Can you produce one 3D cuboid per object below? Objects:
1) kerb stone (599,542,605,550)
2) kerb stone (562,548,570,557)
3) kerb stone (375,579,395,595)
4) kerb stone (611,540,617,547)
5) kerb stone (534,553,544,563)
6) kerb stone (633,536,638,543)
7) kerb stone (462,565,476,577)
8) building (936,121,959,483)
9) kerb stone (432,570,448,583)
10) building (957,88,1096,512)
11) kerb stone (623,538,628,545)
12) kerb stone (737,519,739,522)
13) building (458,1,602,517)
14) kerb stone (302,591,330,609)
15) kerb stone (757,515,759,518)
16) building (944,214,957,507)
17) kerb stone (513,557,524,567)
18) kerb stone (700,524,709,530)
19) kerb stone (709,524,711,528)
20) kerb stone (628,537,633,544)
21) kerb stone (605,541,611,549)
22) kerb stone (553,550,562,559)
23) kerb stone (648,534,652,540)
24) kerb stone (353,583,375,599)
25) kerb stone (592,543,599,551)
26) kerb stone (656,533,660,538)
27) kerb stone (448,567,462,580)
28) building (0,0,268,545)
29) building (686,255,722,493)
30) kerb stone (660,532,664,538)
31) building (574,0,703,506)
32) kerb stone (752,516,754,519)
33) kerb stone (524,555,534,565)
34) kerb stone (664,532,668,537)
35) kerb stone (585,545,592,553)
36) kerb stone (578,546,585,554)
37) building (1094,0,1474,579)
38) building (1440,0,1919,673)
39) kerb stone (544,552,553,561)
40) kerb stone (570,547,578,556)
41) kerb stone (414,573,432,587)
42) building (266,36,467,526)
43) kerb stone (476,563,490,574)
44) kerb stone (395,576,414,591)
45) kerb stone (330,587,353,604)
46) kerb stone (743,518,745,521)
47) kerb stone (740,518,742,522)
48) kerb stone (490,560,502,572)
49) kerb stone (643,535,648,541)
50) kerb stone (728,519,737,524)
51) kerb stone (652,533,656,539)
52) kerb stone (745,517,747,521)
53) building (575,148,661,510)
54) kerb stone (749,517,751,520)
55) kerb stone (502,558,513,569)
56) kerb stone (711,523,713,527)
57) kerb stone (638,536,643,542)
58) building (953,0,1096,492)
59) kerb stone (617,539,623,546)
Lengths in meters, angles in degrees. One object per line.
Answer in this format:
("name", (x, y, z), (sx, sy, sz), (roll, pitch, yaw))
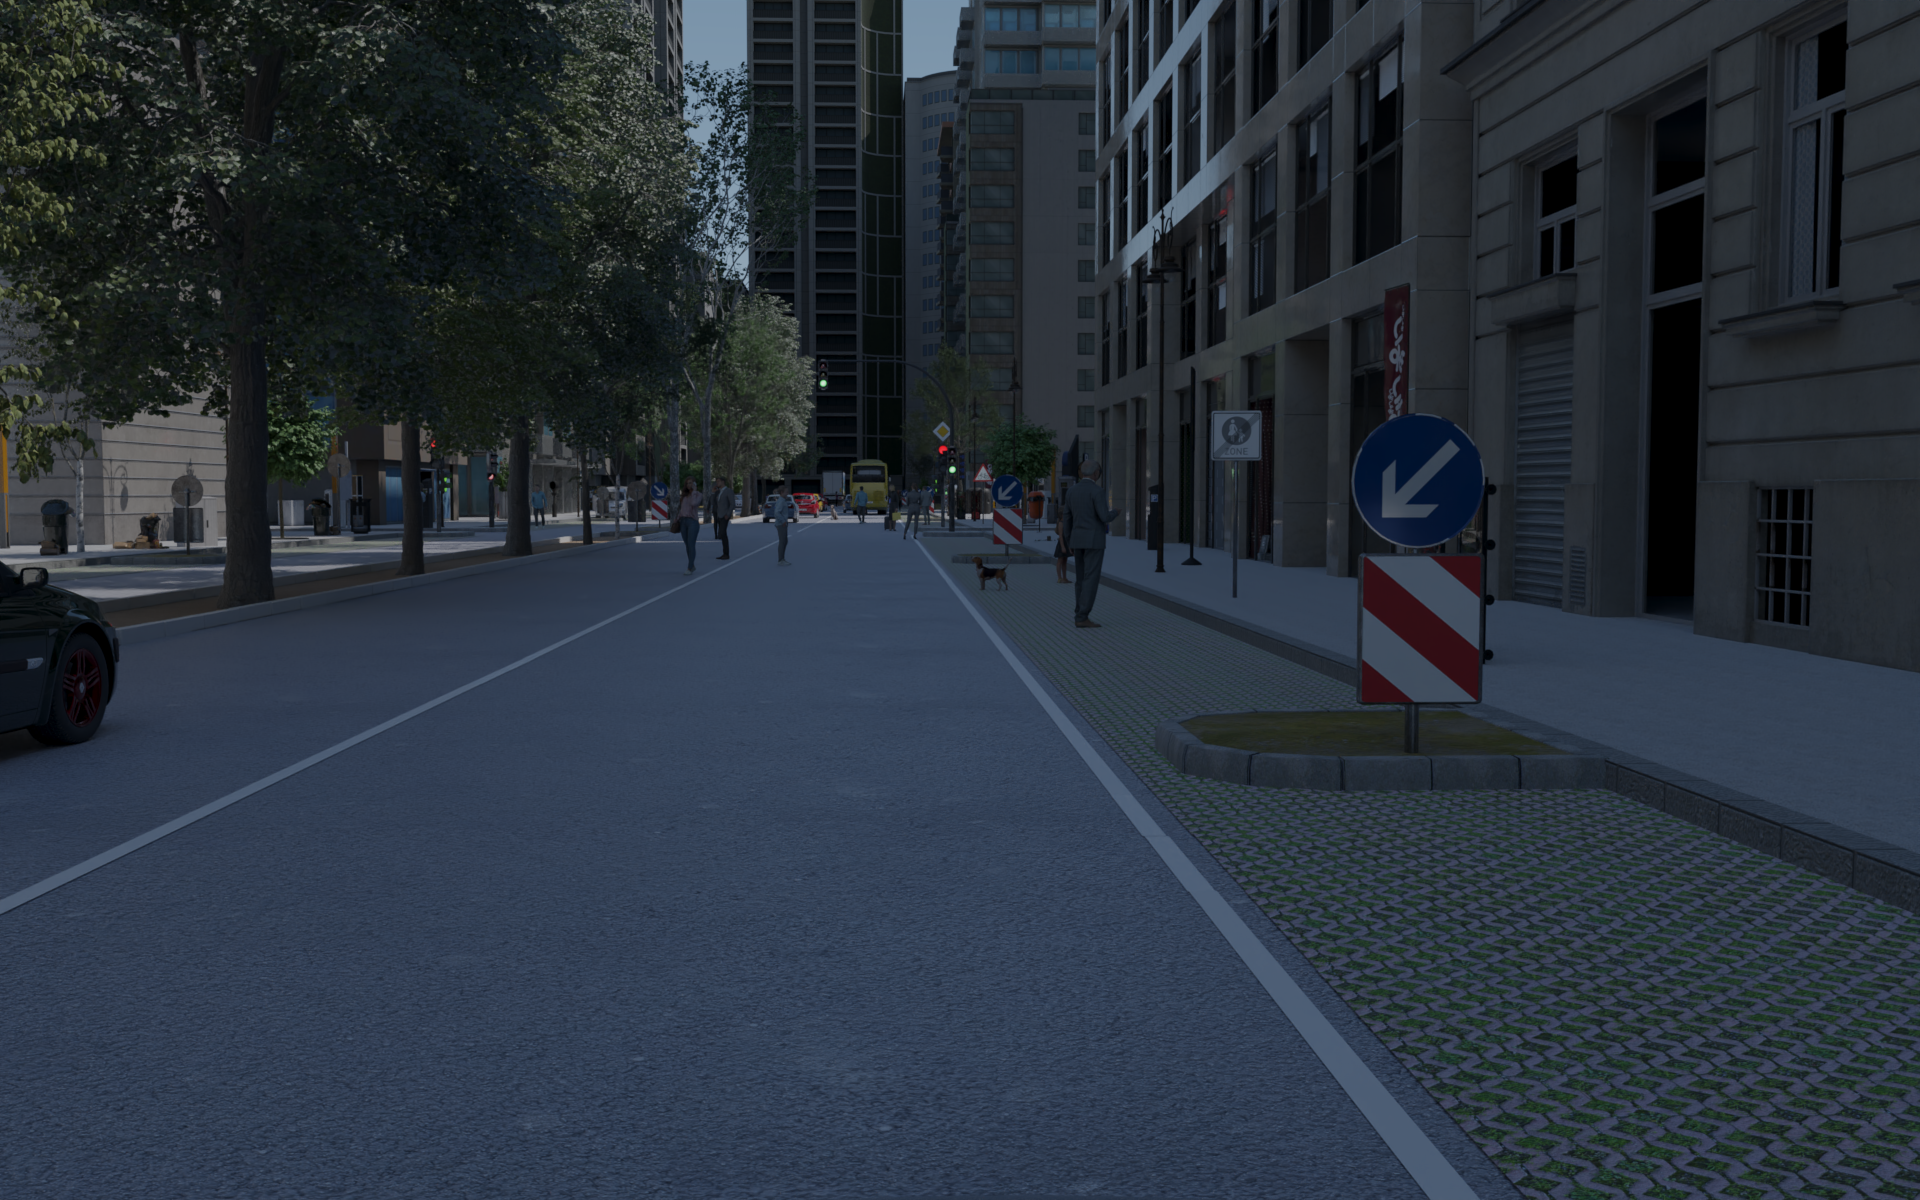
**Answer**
("kerb stone", (-9.336, -1.365, 44.530), (0.120, 0.150, 1.000), (0, 4, -3))
("kerb stone", (-9.092, -1.051, 39.424), (0.120, 0.150, 1.000), (0, 4, -3))
("kerb stone", (-8.415, -0.176, 25.071), (0.120, 0.150, 1.000), (0, 4, -3))
("kerb stone", (-9.431, -1.488, 46.582), (0.120, 0.150, 1.000), (0, 4, -3))
("kerb stone", (-8.948, -0.862, 36.347), (0.120, 0.150, 1.000), (0, 4, -3))
("kerb stone", (-9.619, -1.743, 50.689), (0.120, 0.150, 1.000), (0, 4, -3))
("kerb stone", (-8.660, -0.489, 30.199), (0.120, 0.150, 1.000), (0, 4, -3))
("building", (8.465, -33.469, 201.841), (22.147, 44.769, 28.867), (0, 4, -3))
("kerb stone", (-8.551, -0.364, 28.156), (0.120, 0.150, 1.000), (0, 4, -3))
("building", (7.348, -21.750, 127.314), (14.160, 30.474, 14.107), (0, 4, -3))
("kerb stone", (-9.531, -1.612, 48.627), (0.120, 0.150, 1.000), (0, 4, -3))
("kerb stone", (-11.346, -3.962, 87.057), (0.120, 0.150, 1.000), (0, 4, -3))
("building", (-35.472, -29.733, 105.739), (23.786, 49.044, 30.456), (0, 4, -3))
("kerb stone", (-8.259, 0.012, 21.993), (0.120, 0.150, 1.000), (0, 4, -3))
("kerb stone", (-12.028, -4.846, 101.421), (0.120, 0.150, 1.000), (0, 4, -3))
("building", (5.283, -25.013, 180.656), (14.160, 30.474, 14.107), (0, 4, -3))
("kerb stone", (-8.851, -0.740, 34.300), (0.120, 0.150, 1.000), (0, 4, -3))
("kerb stone", (-10.626, -3.027, 71.702), (0.120, 0.150, 1.000), (0, 4, -3))
("kerb stone", (-10.662, -3.088, 72.724), (0.120, 0.150, 1.000), (0, 4, -3))
("kerb stone", (-9.572, -1.679, 49.660), (0.120, 0.150, 1.000), (0, 4, -3))
("kerb stone", (-9.383, -1.428, 45.551), (0.120, 0.150, 1.000), (0, 4, -3))
("kerb stone", (-9.039, -0.986, 38.394), (0.120, 0.150, 1.000), (0, 4, -3))
("kerb stone", (-9.765, -1.931, 53.764), (0.120, 0.150, 1.000), (0, 4, -3))
("kerb stone", (-8.366, -0.113, 24.038), (0.120, 0.150, 1.000), (0, 4, -3))
("kerb stone", (-9.280, -1.303, 43.509), (0.120, 0.150, 1.000), (0, 4, -3))
("kerb stone", (-9.876, -2.055, 55.807), (0.120, 0.150, 1.000), (0, 4, -3))
("kerb stone", (-8.609, -0.424, 29.178), (0.120, 0.150, 1.000), (0, 4, -3))
("building", (-33.317, -12.625, 48.212), (24.055, 21.916, 13.314), (0, 4, -3))
("building", (-36.743, -26.663, 207.644), (14.107, 30.474, 14.160), (0, 4, -3))
("kerb stone", (-9.913, -2.118, 56.831), (0.120, 0.150, 1.000), (0, 4, -3))
("building", (-38.003, -45.681, 185.144), (20.563, 71.187, 20.611), (0, 4, -3))
("kerb stone", (-11.829, -4.594, 97.311), (0.120, 0.150, 1.000), (0, 4, -3))
("kerb stone", (-8.898, -0.797, 35.327), (0.120, 0.150, 1.000), (0, 4, -3))
("kerb stone", (-9.967, -2.181, 57.856), (0.120, 0.150, 1.000), (0, 4, -3))
("kerb stone", (-9.232, -1.241, 42.488), (0.120, 0.150, 1.000), (0, 4, -3))
("kerb stone", (-9.184, -1.179, 41.465), (0.120, 0.150, 1.000), (0, 4, -3))
("building", (14.785, -14.377, 39.582), (19.350, 26.468, 34.151), (0, 4, -3))
("building", (14.337, -10.661, 7.587), (16.112, 22.955, 30.059), (0, 4, -3))
("kerb stone", (-8.999, -0.925, 37.372), (0.120, 0.150, 1.000), (0, 4, -3))
("kerb stone", (-9.138, -1.115, 40.444), (0.120, 0.150, 1.000), (0, 4, -3))
("kerb stone", (-8.503, -0.301, 27.122), (0.120, 0.150, 1.000), (0, 4, -3))
("building", (-30.561, -26.033, 75.745), (14.600, 45.320, 14.200), (0, 4, -3))
("kerb stone", (-8.703, -0.553, 31.231), (0.120, 0.150, 1.000), (0, 4, -3))
("kerb stone", (-8.460, -0.239, 26.101), (0.120, 0.150, 1.000), (0, 4, -3))
("kerb stone", (-8.311, -0.050, 23.015), (0.120, 0.150, 1.000), (0, 4, -3))
("kerb stone", (-11.548, -4.217, 91.149), (0.120, 0.150, 1.000), (0, 4, -3))
("kerb stone", (-11.444, -4.087, 89.108), (0.120, 0.150, 1.000), (0, 4, -3))
("kerb stone", (-8.750, -0.614, 32.252), (0.120, 0.150, 1.000), (0, 4, -3))
("kerb stone", (-9.719, -1.868, 52.737), (0.120, 0.150, 1.000), (0, 4, -3))
("kerb stone", (-11.300, -3.903, 86.036), (0.120, 0.150, 1.000), (0, 4, -3))
("kerb stone", (-9.821, -1.993, 54.784), (0.120, 0.150, 1.000), (0, 4, -3))
("kerb stone", (-11.593, -4.280, 92.183), (0.120, 0.150, 1.000), (0, 4, -3))
("building", (-33.462, -22.988, 147.550), (14.160, 30.474, 14.107), (0, 4, -3))
("kerb stone", (-11.747, -4.469, 95.262), (0.120, 0.150, 1.000), (0, 4, -3))
("kerb stone", (-8.799, -0.678, 33.280), (0.120, 0.150, 1.000), (0, 4, -3))
("kerb stone", (-10.720, -3.153, 73.746), (0.120, 0.150, 1.000), (0, 4, -3))
("kerb stone", (-9.669, -1.804, 51.709), (0.120, 0.150, 1.000), (0, 4, -3))
("building", (10.795, -32.934, 158.084), (23.786, 49.044, 30.456), (0, 4, -3))
("kerb stone", (-9.479, -1.554, 47.602), (0.120, 0.150, 1.000), (0, 4, -3))
